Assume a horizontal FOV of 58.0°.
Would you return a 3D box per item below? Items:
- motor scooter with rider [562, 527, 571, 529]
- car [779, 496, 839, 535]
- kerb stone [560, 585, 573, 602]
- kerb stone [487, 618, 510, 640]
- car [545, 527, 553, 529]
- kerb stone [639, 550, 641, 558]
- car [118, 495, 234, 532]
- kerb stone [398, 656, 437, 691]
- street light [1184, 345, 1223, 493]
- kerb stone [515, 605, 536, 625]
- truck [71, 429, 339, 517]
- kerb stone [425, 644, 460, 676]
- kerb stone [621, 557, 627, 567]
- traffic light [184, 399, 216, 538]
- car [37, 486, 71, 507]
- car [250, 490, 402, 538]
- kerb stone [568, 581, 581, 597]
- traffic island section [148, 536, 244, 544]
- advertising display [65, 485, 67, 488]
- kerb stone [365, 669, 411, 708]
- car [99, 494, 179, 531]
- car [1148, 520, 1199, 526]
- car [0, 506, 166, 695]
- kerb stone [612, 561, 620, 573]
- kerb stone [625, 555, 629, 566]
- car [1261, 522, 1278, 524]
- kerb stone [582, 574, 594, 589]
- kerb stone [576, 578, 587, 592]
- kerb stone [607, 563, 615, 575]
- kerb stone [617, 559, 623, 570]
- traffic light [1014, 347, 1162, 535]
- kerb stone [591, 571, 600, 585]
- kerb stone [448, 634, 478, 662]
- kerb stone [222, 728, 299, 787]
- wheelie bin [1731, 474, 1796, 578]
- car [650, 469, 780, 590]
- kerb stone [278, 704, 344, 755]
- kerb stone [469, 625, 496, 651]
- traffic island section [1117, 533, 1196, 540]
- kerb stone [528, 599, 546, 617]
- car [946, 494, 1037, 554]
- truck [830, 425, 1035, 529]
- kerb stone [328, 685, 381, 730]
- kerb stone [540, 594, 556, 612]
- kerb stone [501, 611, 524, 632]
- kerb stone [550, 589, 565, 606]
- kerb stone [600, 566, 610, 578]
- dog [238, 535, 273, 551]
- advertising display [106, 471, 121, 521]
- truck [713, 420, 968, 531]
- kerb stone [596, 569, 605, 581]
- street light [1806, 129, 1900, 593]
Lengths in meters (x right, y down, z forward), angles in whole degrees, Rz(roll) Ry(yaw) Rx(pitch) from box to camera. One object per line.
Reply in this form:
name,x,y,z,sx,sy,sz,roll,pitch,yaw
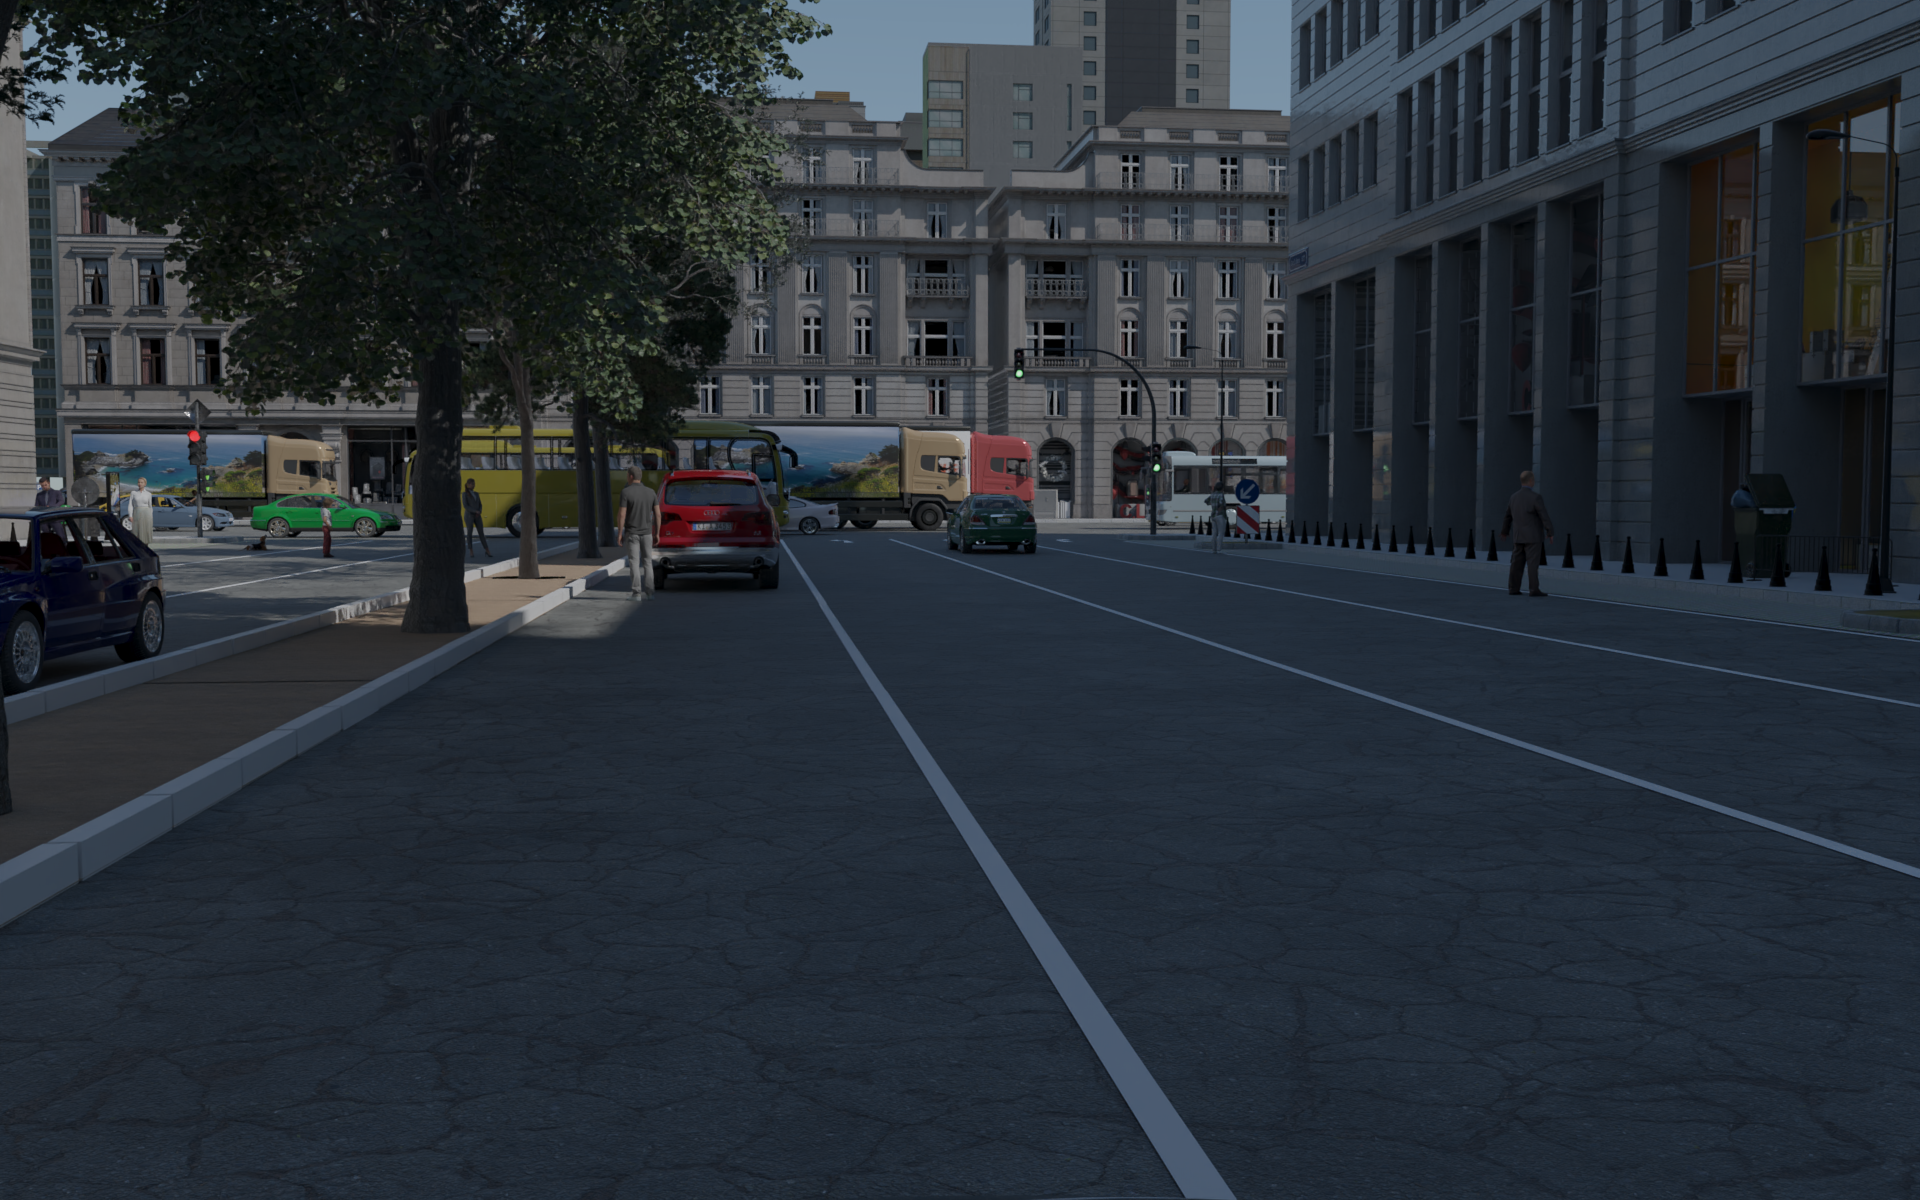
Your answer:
motor scooter with rider,-16.801,-3.760,70.441,1.986,1.779,0.876,-1,4,-8
car,-6.682,-2.989,61.228,4.827,1.381,2.083,0,4,-7
kerb stone,-5.339,-0.063,23.242,0.120,0.150,1.000,0,4,-7
kerb stone,-4.600,0.311,17.111,0.120,0.150,1.000,0,4,-7
car,-16.081,-3.825,72.128,3.694,1.707,1.945,0,4,-6
kerb stone,-7.065,-0.939,37.542,0.120,0.150,1.000,0,4,-7
car,-30.419,-3.351,66.788,4.499,1.417,2.014,0,4,-7
kerb stone,-4.104,0.561,13.024,0.120,0.150,1.000,0,4,-7
street light,7.671,-5.000,54.290,1.470,5.913,1.316,0,4,-7
kerb stone,-4.847,0.186,19.161,0.120,0.150,1.000,0,4,-7
truck,-32.853,-5.363,76.601,11.283,4.237,2.839,-1,4,-8
kerb stone,-4.225,0.499,14.044,0.120,0.150,1.000,0,4,-7
kerb stone,-6.572,-0.689,33.458,0.120,0.150,1.000,0,4,-7
traffic light,-22.438,-3.801,51.069,0.839,4.253,0.868,0,4,-7
car,-34.473,-3.268,62.224,4.718,1.807,1.959,0,4,-7
car,-20.934,-2.967,57.301,4.718,1.807,1.959,0,4,-6
kerb stone,-5.463,-0.127,24.266,0.120,0.150,1.000,0,4,-7
traffic island section,-22.479,-1.769,51.199,2.009,0.180,2.903,0,4,-7
advertising display,-63.657,-7.274,124.149,0.123,1.923,0.974,2,4,24
kerb stone,-3.985,0.623,12.004,0.120,0.150,1.000,0,4,-7
car,-32.913,-3.575,68.671,3.980,1.641,2.015,0,4,-8
car,10.461,-4.153,78.123,3.980,1.641,2.015,-1,4,-9
car,-7.639,-0.055,13.476,1.945,1.354,3.894,0,4,-6
kerb stone,-6.321,-0.562,31.415,0.120,0.150,1.000,0,4,-7
kerb stone,-6.694,-0.749,34.480,0.120,0.150,1.000,0,4,-7
car,13.714,-4.580,83.926,4.494,1.783,2.155,0,4,-6
kerb stone,-5.713,-0.252,26.310,0.120,0.150,1.000,0,4,-7
kerb stone,-5.589,-0.187,25.289,0.120,0.150,1.000,0,4,-7
kerb stone,-6.205,-0.501,30.395,0.120,0.150,1.000,0,4,-7
kerb stone,-6.453,-0.626,32.438,0.120,0.150,1.000,0,4,-7
traffic light,3.999,-4.860,54.121,4.771,5.953,1.251,0,4,-7
kerb stone,-5.825,-0.314,27.331,0.120,0.150,1.000,0,4,-7
kerb stone,-4.354,0.436,15.063,0.120,0.150,1.000,0,4,-7
kerb stone,-3.620,0.815,8.937,0.120,0.150,1.000,0,4,-7
wheelie bin,12.298,-1.144,26.611,0.980,1.594,0.693,-1,4,-11
car,-3.977,-1.159,27.622,2.281,1.827,5.304,-1,4,-9
kerb stone,-3.739,0.749,9.957,0.120,0.150,1.000,0,4,-7
kerb stone,-4.474,0.373,16.091,0.120,0.150,1.000,0,4,-7
traffic island section,6.107,-1.979,54.630,2.009,0.180,2.903,0,4,-7
kerb stone,-4.974,0.127,20.180,0.120,0.150,1.000,0,4,-7
car,0.766,-1.923,43.243,2.131,1.459,4.920,0,4,-7
truck,-1.945,-5.082,71.997,11.283,4.237,2.839,0,4,-7
kerb stone,-3.856,0.686,10.981,0.120,0.150,1.000,0,4,-7
kerb stone,-5.095,0.061,21.200,0.120,0.150,1.000,0,4,-7
kerb stone,-4.722,0.248,18.135,0.120,0.150,1.000,0,4,-7
kerb stone,-5.219,-0.002,22.222,0.120,0.150,1.000,0,4,-7
kerb stone,-6.081,-0.439,29.371,0.120,0.150,1.000,0,4,-7
dog,-17.803,-1.444,43.796,0.748,0.427,0.550,1,4,10
advertising display,-24.258,-2.717,49.632,0.123,1.923,0.974,-1,4,-12
truck,-4.720,-4.814,67.623,11.283,4.237,2.839,0,4,-8
kerb stone,-5.955,-0.374,28.352,0.120,0.150,1.000,0,4,-7
street light,11.474,-3.043,22.293,1.470,5.913,1.316,0,4,-7
